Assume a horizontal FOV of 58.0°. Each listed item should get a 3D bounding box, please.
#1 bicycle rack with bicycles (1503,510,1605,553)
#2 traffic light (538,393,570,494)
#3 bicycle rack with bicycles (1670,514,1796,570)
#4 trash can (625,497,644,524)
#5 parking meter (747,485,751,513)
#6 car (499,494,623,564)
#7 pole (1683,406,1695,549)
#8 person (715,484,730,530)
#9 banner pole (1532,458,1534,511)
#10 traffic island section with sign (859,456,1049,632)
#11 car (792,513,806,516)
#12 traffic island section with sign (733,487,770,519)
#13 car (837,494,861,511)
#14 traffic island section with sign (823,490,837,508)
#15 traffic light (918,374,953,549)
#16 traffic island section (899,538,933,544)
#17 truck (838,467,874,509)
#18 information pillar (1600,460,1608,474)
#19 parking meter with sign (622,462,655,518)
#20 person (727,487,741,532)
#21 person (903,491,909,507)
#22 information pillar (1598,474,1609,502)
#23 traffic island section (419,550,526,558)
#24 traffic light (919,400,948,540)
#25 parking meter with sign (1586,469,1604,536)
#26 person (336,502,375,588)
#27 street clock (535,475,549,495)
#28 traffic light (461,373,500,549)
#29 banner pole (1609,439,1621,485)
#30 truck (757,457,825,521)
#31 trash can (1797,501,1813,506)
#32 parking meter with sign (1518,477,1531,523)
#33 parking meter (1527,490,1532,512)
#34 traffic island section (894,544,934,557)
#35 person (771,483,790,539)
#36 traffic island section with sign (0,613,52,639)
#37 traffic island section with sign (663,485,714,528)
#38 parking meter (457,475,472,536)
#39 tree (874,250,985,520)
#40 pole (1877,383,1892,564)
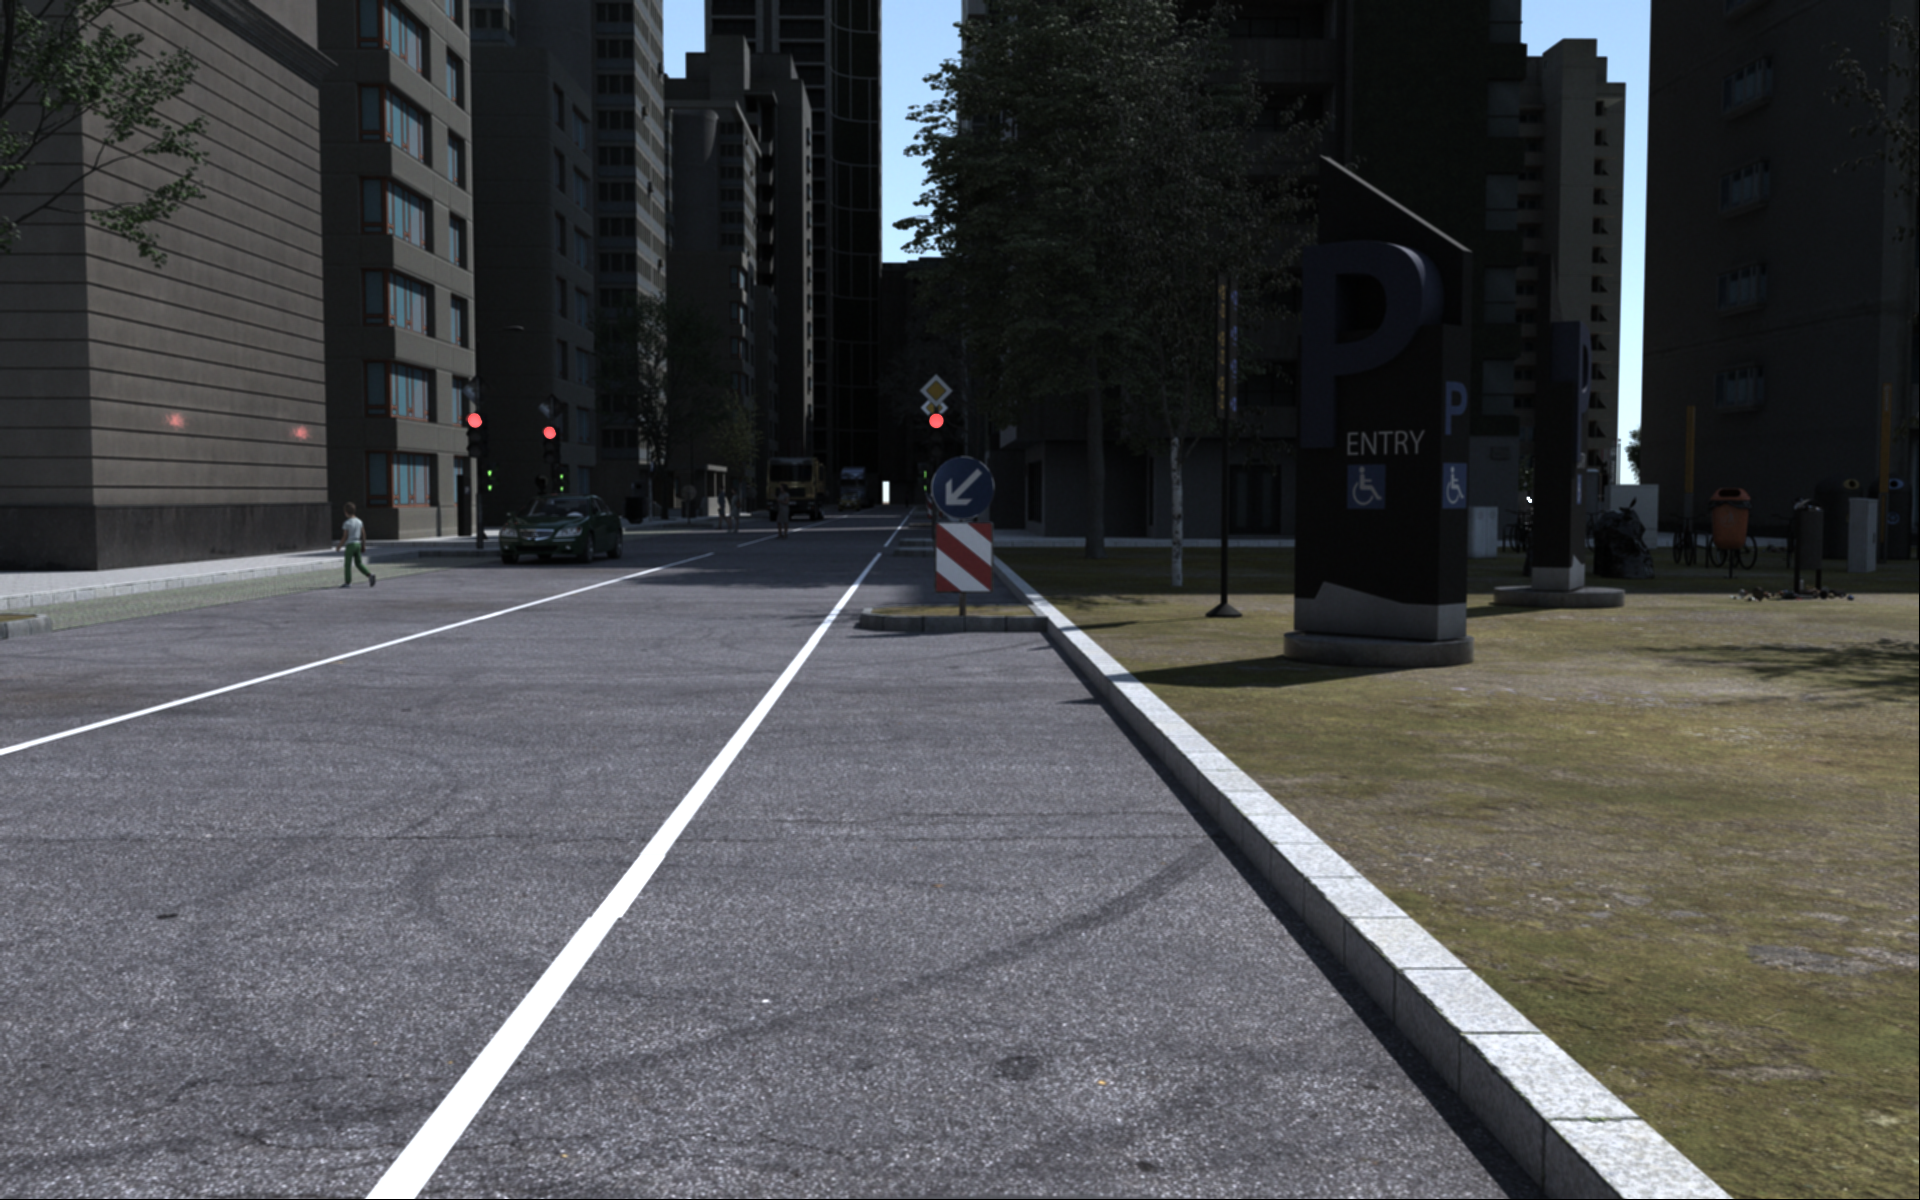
[{"bbox_3d":[13.068,-1.522,38.267,2.925,0.926,2.852,-3,5,-44],"label":"bicycle rack with bicycles"},{"bbox_3d":[-11.343,-3.631,48.287,0.839,4.253,0.868,0,4,-1],"label":"traffic light"},{"bbox_3d":[13.842,-1.041,30.403,2.852,0.926,2.925,1,4,18],"label":"bicycle rack with bicycles"},{"bbox_3d":[-14.023,-3.865,74.848,0.748,1.137,0.748,0,3,0],"label":"trash can"},{"bbox_3d":[-14.305,-6.823,117.272,0.255,1.863,0.399,0,4,-8],"label":"parking meter"},{"bbox_3d":[-8.496,-1.552,37.168,2.131,1.459,4.920,0,4,1],"label":"car"},{"bbox_3d":[16.910,-2.833,40.158,0.158,3.312,0.155,0,3,0],"label":"pole"},{"bbox_3d":[-9.456,-3.708,69.142,0.654,1.822,0.581,0,4,8],"label":"person"},{"bbox_3d":[40.212,-8.024,121.202,0.401,3.779,0.863,3,5,44],"label":"banner pole"},{"bbox_3d":[-0.089,-0.629,18.907,1.989,1.847,2.006,0,4,-1],"label":"traffic island section with sign"},{"bbox_3d":[-10.130,-6.081,111.223,2.131,1.459,4.920,0,4,-1],"label":"car"},{"bbox_3d":[-12.124,-5.646,100.939,1.989,1.847,2.006,0,4,-1],"label":"traffic island section with sign"},{"bbox_3d":[-9.190,-8.176,143.896,2.015,1.641,3.980,0,4,-1],"label":"car"},{"bbox_3d":[-13.684,-10.358,177.986,1.989,1.847,2.006,0,4,-1],"label":"traffic island section with sign"},{"bbox_3d":[-0.573,-3.157,40.534,0.839,4.253,0.868,0,4,-1],"label":"traffic light"},{"bbox_3d":[-0.694,-1.612,48.632,2.009,0.180,2.903,0,4,-1],"label":"traffic island section"},{"bbox_3d":[-10.467,-11.481,177.474,2.967,4.110,18.799,0,3,0],"label":"truck"},{"bbox_3d":[44.265,-7.809,119.025,0.504,3.616,0.183,2,4,31],"label":"information pillar"},{"bbox_3d":[-17.161,-5.881,92.416,1.738,3.016,0.543,-2,4,-30],"label":"parking meter with sign"},{"bbox_3d":[-8.462,-3.401,65.118,0.522,1.701,0.512,1,4,19],"label":"person"},{"bbox_3d":[-5.752,-10.753,185.001,0.721,1.739,1.217,-2,4,-30],"label":"person"},{"bbox_3d":[23.125,-3.539,62.359,0.304,2.012,0.304,-1,4,-10],"label":"information pillar"},{"bbox_3d":[-11.222,-1.111,40.438,2.009,0.180,2.903,0,4,-1],"label":"traffic island section"},{"bbox_3d":[-0.735,-3.645,48.517,0.839,4.253,0.868,0,4,-1],"label":"traffic light"},{"bbox_3d":[19.170,-3.471,53.012,1.738,3.016,0.543,0,4,3],"label":"parking meter with sign"},{"bbox_3d":[-9.252,-0.842,26.507,0.590,1.304,0.306,1,4,11],"label":"person"},{"bbox_3d":[-15.566,-3.668,64.537,0.471,2.002,0.358,-2,4,-32],"label":"street clock"},{"bbox_3d":[-11.181,-3.143,40.304,0.839,4.253,0.868,0,4,-1],"label":"traffic light"},{"bbox_3d":[29.558,-5.389,78.128,0.863,3.779,0.401,-2,4,-29],"label":"banner pole"},{"bbox_3d":[-8.874,-5.990,93.856,3.469,3.379,9.791,0,4,-1],"label":"truck"},{"bbox_3d":[17.888,-1.500,36.183,0.748,1.137,0.748,0,3,0],"label":"trash can"},{"bbox_3d":[25.092,-4.978,77.646,0.543,3.016,1.738,0,4,-5],"label":"parking meter with sign"},{"bbox_3d":[28.889,-4.875,88.111,0.372,1.533,0.369,0,3,0],"label":"parking meter"},{"bbox_3d":[-0.532,-1.123,40.649,2.009,0.180,2.903,0,4,-1],"label":"traffic island section"},{"bbox_3d":[-5.788,-2.854,55.523,0.532,1.782,0.716,-3,5,-40],"label":"person"},{"bbox_3d":[-10.433,-0.543,17.503,1.989,1.847,2.006,0,4,-1],"label":"traffic island section with sign"},{"bbox_3d":[-11.577,-3.998,73.989,1.989,1.847,2.006,0,4,-1],"label":"traffic island section with sign"},{"bbox_3d":[-15.028,-2.863,52.527,0.255,1.863,0.399,2,4,26],"label":"parking meter"},{"bbox_3d":[0.893,-10.682,85.017,12.009,13.543,11.850,0,3,0],"label":"tree"},{"bbox_3d":[17.010,-2.326,31.865,0.158,3.312,0.155,0,3,0],"label":"pole"}]
